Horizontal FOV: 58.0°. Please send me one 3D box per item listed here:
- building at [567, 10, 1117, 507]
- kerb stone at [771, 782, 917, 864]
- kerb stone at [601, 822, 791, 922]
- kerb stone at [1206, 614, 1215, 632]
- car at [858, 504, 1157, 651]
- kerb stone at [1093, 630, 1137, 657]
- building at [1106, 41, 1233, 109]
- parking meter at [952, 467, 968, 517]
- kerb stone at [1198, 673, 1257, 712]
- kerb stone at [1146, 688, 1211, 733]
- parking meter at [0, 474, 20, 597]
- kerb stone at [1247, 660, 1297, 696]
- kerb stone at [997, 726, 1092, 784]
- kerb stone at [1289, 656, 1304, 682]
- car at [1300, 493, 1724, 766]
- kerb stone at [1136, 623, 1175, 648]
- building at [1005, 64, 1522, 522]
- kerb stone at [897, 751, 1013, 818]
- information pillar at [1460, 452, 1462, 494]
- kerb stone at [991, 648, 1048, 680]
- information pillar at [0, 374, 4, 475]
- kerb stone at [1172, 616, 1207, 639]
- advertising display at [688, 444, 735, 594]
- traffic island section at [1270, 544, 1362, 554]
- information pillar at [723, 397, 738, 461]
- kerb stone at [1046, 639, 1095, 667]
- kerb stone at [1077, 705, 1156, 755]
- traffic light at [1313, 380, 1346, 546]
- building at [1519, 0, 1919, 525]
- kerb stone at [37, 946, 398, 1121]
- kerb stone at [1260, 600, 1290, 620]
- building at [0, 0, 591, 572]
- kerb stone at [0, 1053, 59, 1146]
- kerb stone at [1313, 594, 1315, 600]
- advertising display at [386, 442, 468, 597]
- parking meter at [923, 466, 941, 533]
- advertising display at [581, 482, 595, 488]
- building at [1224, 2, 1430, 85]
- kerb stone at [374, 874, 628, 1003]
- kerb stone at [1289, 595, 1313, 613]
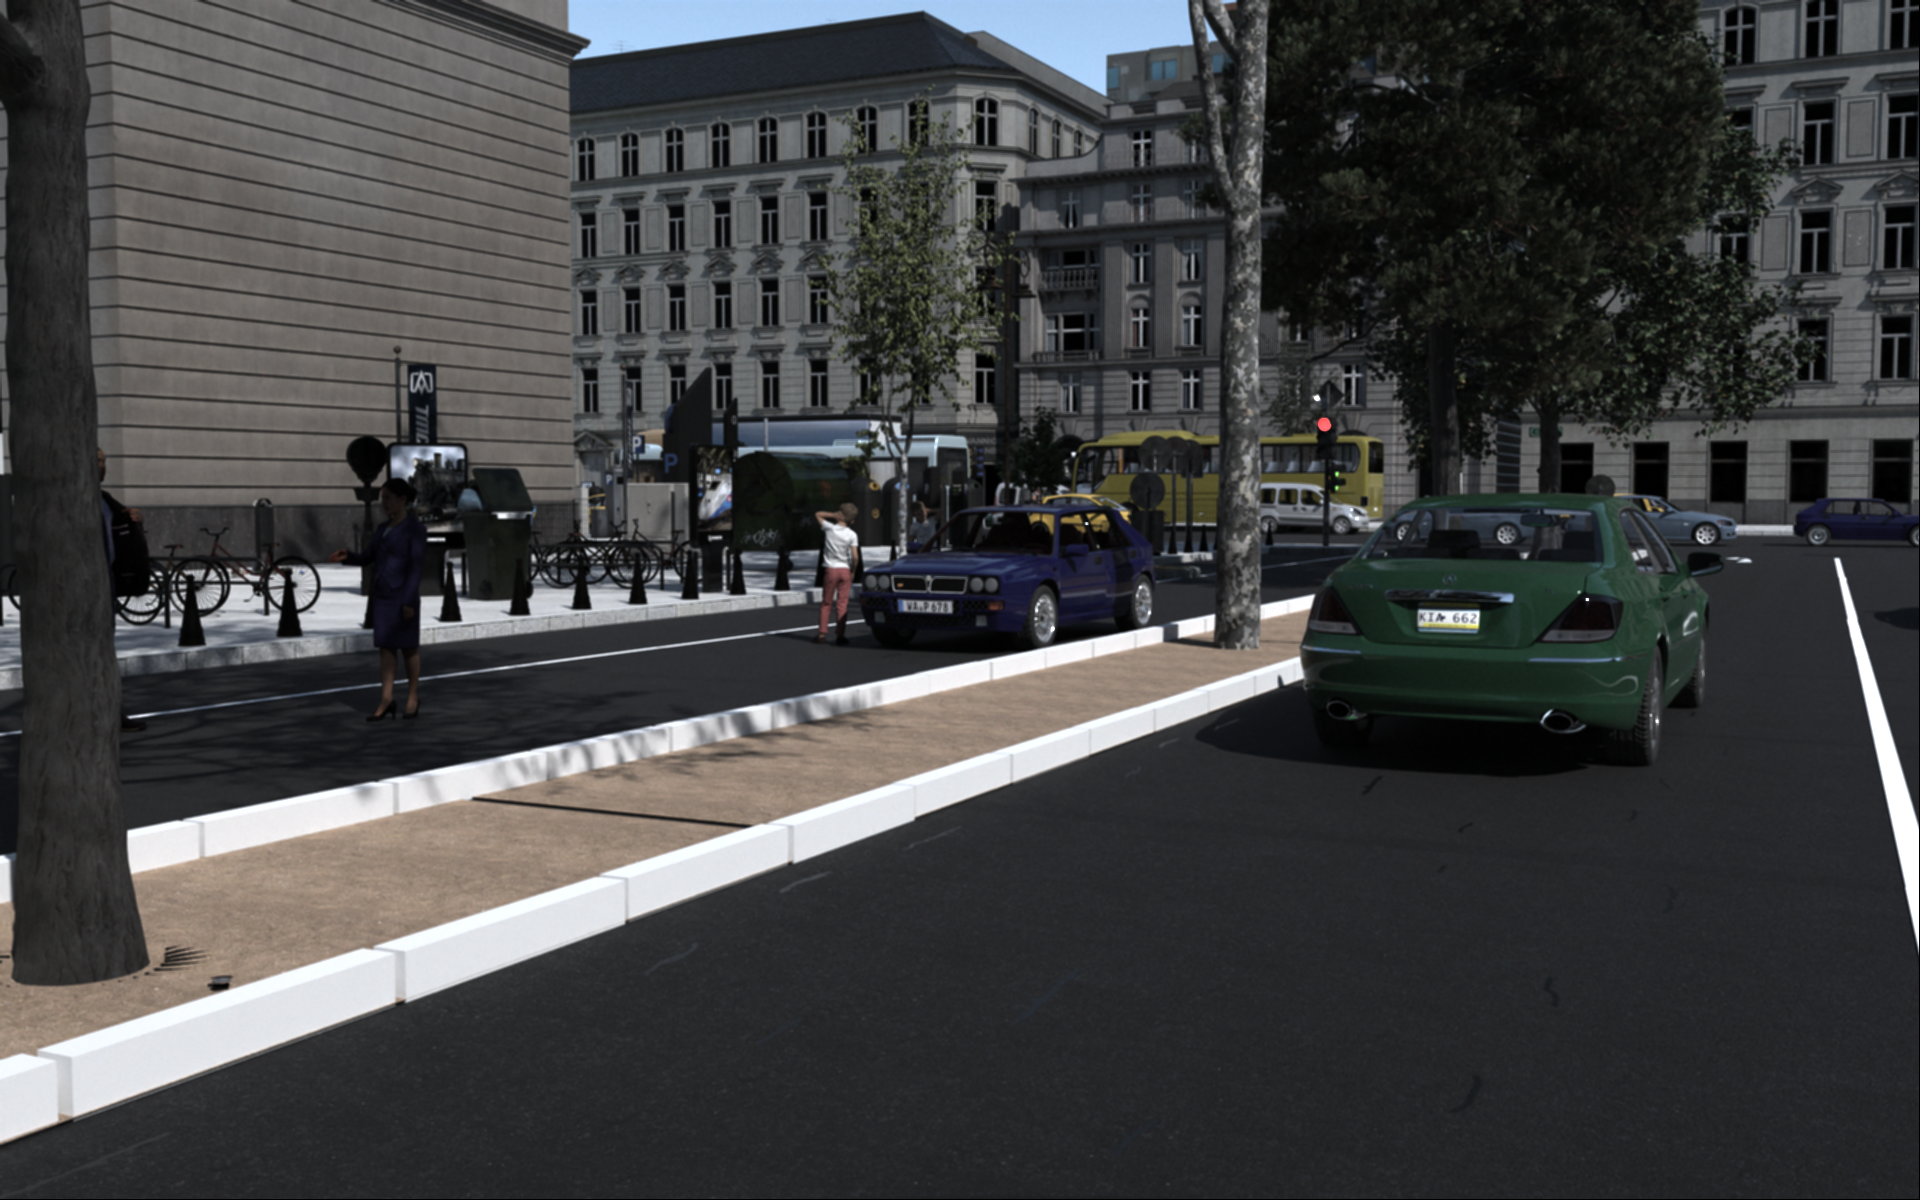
[{"bbox_3d":[-13.853,-19.966,102.860,44.131,29.872,17.030,2,4,26],"label":"building"},{"bbox_3d":[-0.475,0.918,7.184,0.120,0.150,1.000,2,4,26],"label":"kerb stone"},{"bbox_3d":[-0.941,0.974,6.268,0.120,0.150,1.000,2,4,26],"label":"kerb stone"},{"bbox_3d":[2.710,0.236,18.343,0.120,0.150,1.000,2,4,26],"label":"kerb stone"},{"bbox_3d":[0.569,-0.282,17.193,1.945,1.354,3.894,2,4,27],"label":"car"},{"bbox_3d":[1.338,0.408,15.572,0.120,0.150,1.000,2,4,26],"label":"kerb stone"},{"bbox_3d":[31.074,-34.450,182.858,30.456,49.044,23.786,2,4,26],"label":"building"},{"bbox_3d":[0.000,-1.905,36.851,0.255,1.863,0.399,1,4,19],"label":"parking meter"},{"bbox_3d":[1.797,0.636,11.789,0.120,0.150,1.000,2,4,26],"label":"kerb stone"},{"bbox_3d":[1.342,0.696,10.861,0.120,0.150,1.000,2,4,26],"label":"kerb stone"},{"bbox_3d":[-12.011,-0.819,21.806,0.372,1.533,0.369,0,3,0],"label":"parking meter"},{"bbox_3d":[2.258,0.580,12.709,0.120,0.150,1.000,2,4,26],"label":"kerb stone"},{"bbox_3d":[0.430,0.806,9.024,0.120,0.150,1.000,2,4,26],"label":"kerb stone"},{"bbox_3d":[2.714,0.525,13.628,0.120,0.150,1.000,2,4,26],"label":"kerb stone"},{"bbox_3d":[3.543,0.062,10.788,2.131,1.459,4.920,2,4,28],"label":"car"},{"bbox_3d":[1.800,0.350,16.490,0.120,0.150,1.000,2,4,26],"label":"kerb stone"},{"bbox_3d":[15.913,-14.961,86.420,24.055,21.916,13.314,2,4,26],"label":"building"},{"bbox_3d":[-0.028,0.862,8.107,0.120,0.150,1.000,2,4,26],"label":"kerb stone"},{"bbox_3d":[19.350,-4.654,67.447,0.504,3.616,0.183,-2,4,-35],"label":"information pillar"},{"bbox_3d":[0.421,0.519,13.724,0.120,0.150,1.000,2,4,26],"label":"kerb stone"},{"bbox_3d":[-13.291,-1.978,23.688,0.504,3.616,0.183,1,4,18],"label":"information pillar"},{"bbox_3d":[2.243,0.293,17.414,0.120,0.150,1.000,2,4,26],"label":"kerb stone"},{"bbox_3d":[-3.232,-1.062,22.572,0.123,1.923,0.974,1,4,22],"label":"advertising display"},{"bbox_3d":[8.999,-1.249,42.694,2.009,0.180,2.903,2,4,26],"label":"traffic island section"},{"bbox_3d":[-5.515,-3.085,41.790,0.183,3.616,0.504,2,4,28],"label":"information pillar"},{"bbox_3d":[0.874,0.462,14.644,0.120,0.150,1.000,2,4,26],"label":"kerb stone"},{"bbox_3d":[0.883,0.749,9.944,0.120,0.150,1.000,2,4,26],"label":"kerb stone"},{"bbox_3d":[9.030,-3.280,42.542,0.839,4.253,0.868,2,4,26],"label":"traffic light"},{"bbox_3d":[47.228,-18.116,72.609,44.131,29.872,17.030,2,4,26],"label":"building"},{"bbox_3d":[-1.856,1.088,4.426,0.120,0.150,1.000,2,4,26],"label":"kerb stone"},{"bbox_3d":[3.622,0.123,20.180,0.120,0.150,1.000,2,4,26],"label":"kerb stone"},{"bbox_3d":[-21.769,-14.708,37.741,25.104,27.353,12.463,2,4,26],"label":"building"},{"bbox_3d":[-2.321,1.144,3.504,0.120,0.150,1.000,2,4,26],"label":"kerb stone"},{"bbox_3d":[4.536,0.011,22.017,0.120,0.150,1.000,2,4,26],"label":"kerb stone"},{"bbox_3d":[-6.667,-1.009,21.716,0.974,1.923,0.123,-2,4,-27],"label":"advertising display"},{"bbox_3d":[-0.597,-1.897,36.734,0.255,1.863,0.399,-2,4,-27],"label":"parking meter"},{"bbox_3d":[-19.396,-5.205,90.310,0.974,1.923,0.123,3,5,41],"label":"advertising display"},{"bbox_3d":[35.076,-30.197,148.353,22.147,44.769,28.867,2,4,26],"label":"building"},{"bbox_3d":[-1.391,1.033,5.347,0.120,0.150,1.000,2,4,26],"label":"kerb stone"},{"bbox_3d":[4.083,0.067,21.096,0.120,0.150,1.000,2,4,26],"label":"kerb stone"}]
